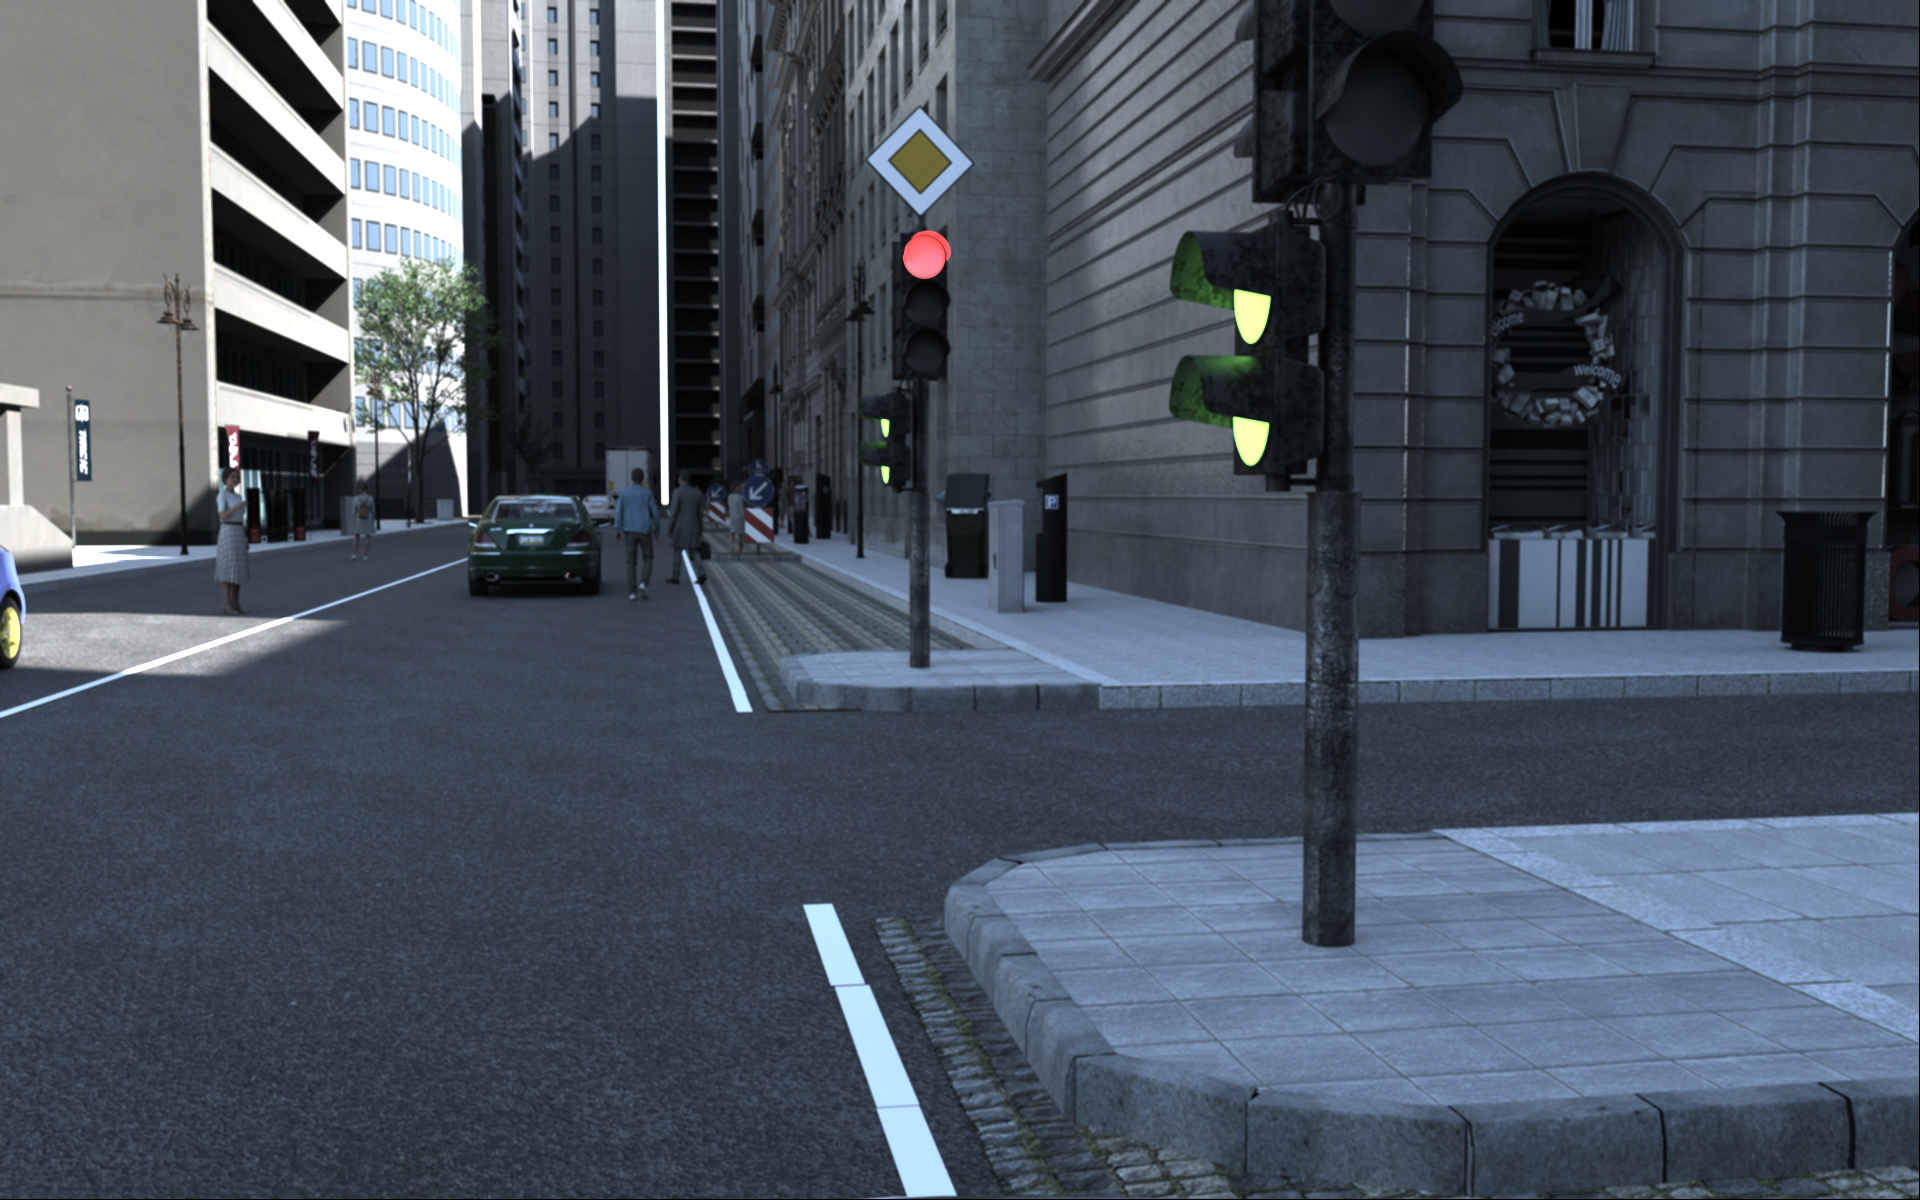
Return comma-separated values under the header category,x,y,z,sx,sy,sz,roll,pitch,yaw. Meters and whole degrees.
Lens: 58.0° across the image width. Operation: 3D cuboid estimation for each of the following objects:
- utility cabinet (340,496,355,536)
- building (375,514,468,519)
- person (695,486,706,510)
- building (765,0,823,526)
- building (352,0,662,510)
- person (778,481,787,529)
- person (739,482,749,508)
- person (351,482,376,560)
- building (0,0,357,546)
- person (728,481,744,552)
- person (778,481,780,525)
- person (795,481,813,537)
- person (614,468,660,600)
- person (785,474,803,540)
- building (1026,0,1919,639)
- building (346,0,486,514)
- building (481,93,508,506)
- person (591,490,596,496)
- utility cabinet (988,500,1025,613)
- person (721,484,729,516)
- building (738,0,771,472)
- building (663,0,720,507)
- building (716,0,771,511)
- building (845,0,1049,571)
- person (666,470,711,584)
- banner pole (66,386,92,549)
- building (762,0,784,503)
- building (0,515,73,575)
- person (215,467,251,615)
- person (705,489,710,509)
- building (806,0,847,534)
category,x,y,z,sx,sy,sz,roll,pitch,yaw
utility cabinet,-18.927,-2.593,53.560,0.306,1.237,1.020,-2,4,-28
building,-38.938,-33.905,96.354,21.231,58.520,28.212,-1,4,-10
person,-10.780,-3.822,71.335,0.601,1.785,0.444,1,4,16
building,-0.986,-17.697,76.731,14.401,28.519,23.554,-1,4,-10
building,-44.972,-38.846,177.130,28.212,58.520,21.231,-1,4,-10
person,-6.597,-3.567,64.700,0.374,1.781,0.599,2,4,32
person,-9.294,-4.215,75.224,0.573,1.790,0.520,2,4,29
person,-13.003,-1.728,37.751,0.512,1.701,0.522,-1,4,-23
building,-30.894,-26.083,50.155,21.300,48.544,21.600,-1,4,-10
person,-4.982,-1.803,38.725,0.466,1.731,0.760,0,4,3
person,-7.453,-3.805,68.471,0.699,1.804,1.509,2,4,25
person,-4.750,-2.785,51.847,0.573,1.790,0.520,3,5,39
person,-4.354,-0.889,23.373,0.601,1.785,0.444,0,4,-4
person,-4.531,-2.571,48.060,0.573,1.828,0.580,1,4,19
building,13.699,-11.042,22.342,24.055,21.916,13.314,-1,4,-10
building,-50.944,-36.779,143.341,28.212,58.520,21.231,-1,4,-10
building,-39.047,-21.218,118.622,14.160,30.474,14.107,-1,4,-10
person,-20.298,-5.256,95.905,0.415,1.643,0.593,-1,4,-18
utility cabinet,0.500,-0.487,19.117,0.306,1.237,1.020,0,4,-5
person,-13.494,-5.746,99.860,0.599,1.838,0.709,1,4,19
building,-1.460,-32.571,121.772,28.713,52.752,27.495,-1,4,-10
building,-20.352,-45.394,180.446,20.611,71.187,20.563,-1,4,-10
building,-10.179,-37.083,148.308,21.231,58.520,28.212,-1,4,-10
building,3.612,-11.143,36.944,10.420,20.320,16.860,-1,4,-10
person,-4.374,-1.163,27.623,0.767,1.812,0.694,3,5,43
banner pole,-20.549,-3.081,40.388,0.401,3.779,0.863,1,4,15
building,-4.068,-27.541,100.404,14.600,45.320,14.200,-1,4,-10
building,-30.121,-20.029,19.352,32.217,40.220,23.993,-1,4,-10
person,-8.593,-0.706,20.618,0.524,1.755,0.480,1,4,10
person,-22.377,-8.992,153.735,0.551,1.740,0.621,2,4,29
building,1.093,-13.835,55.088,11.050,23.489,19.941,-1,4,-10
